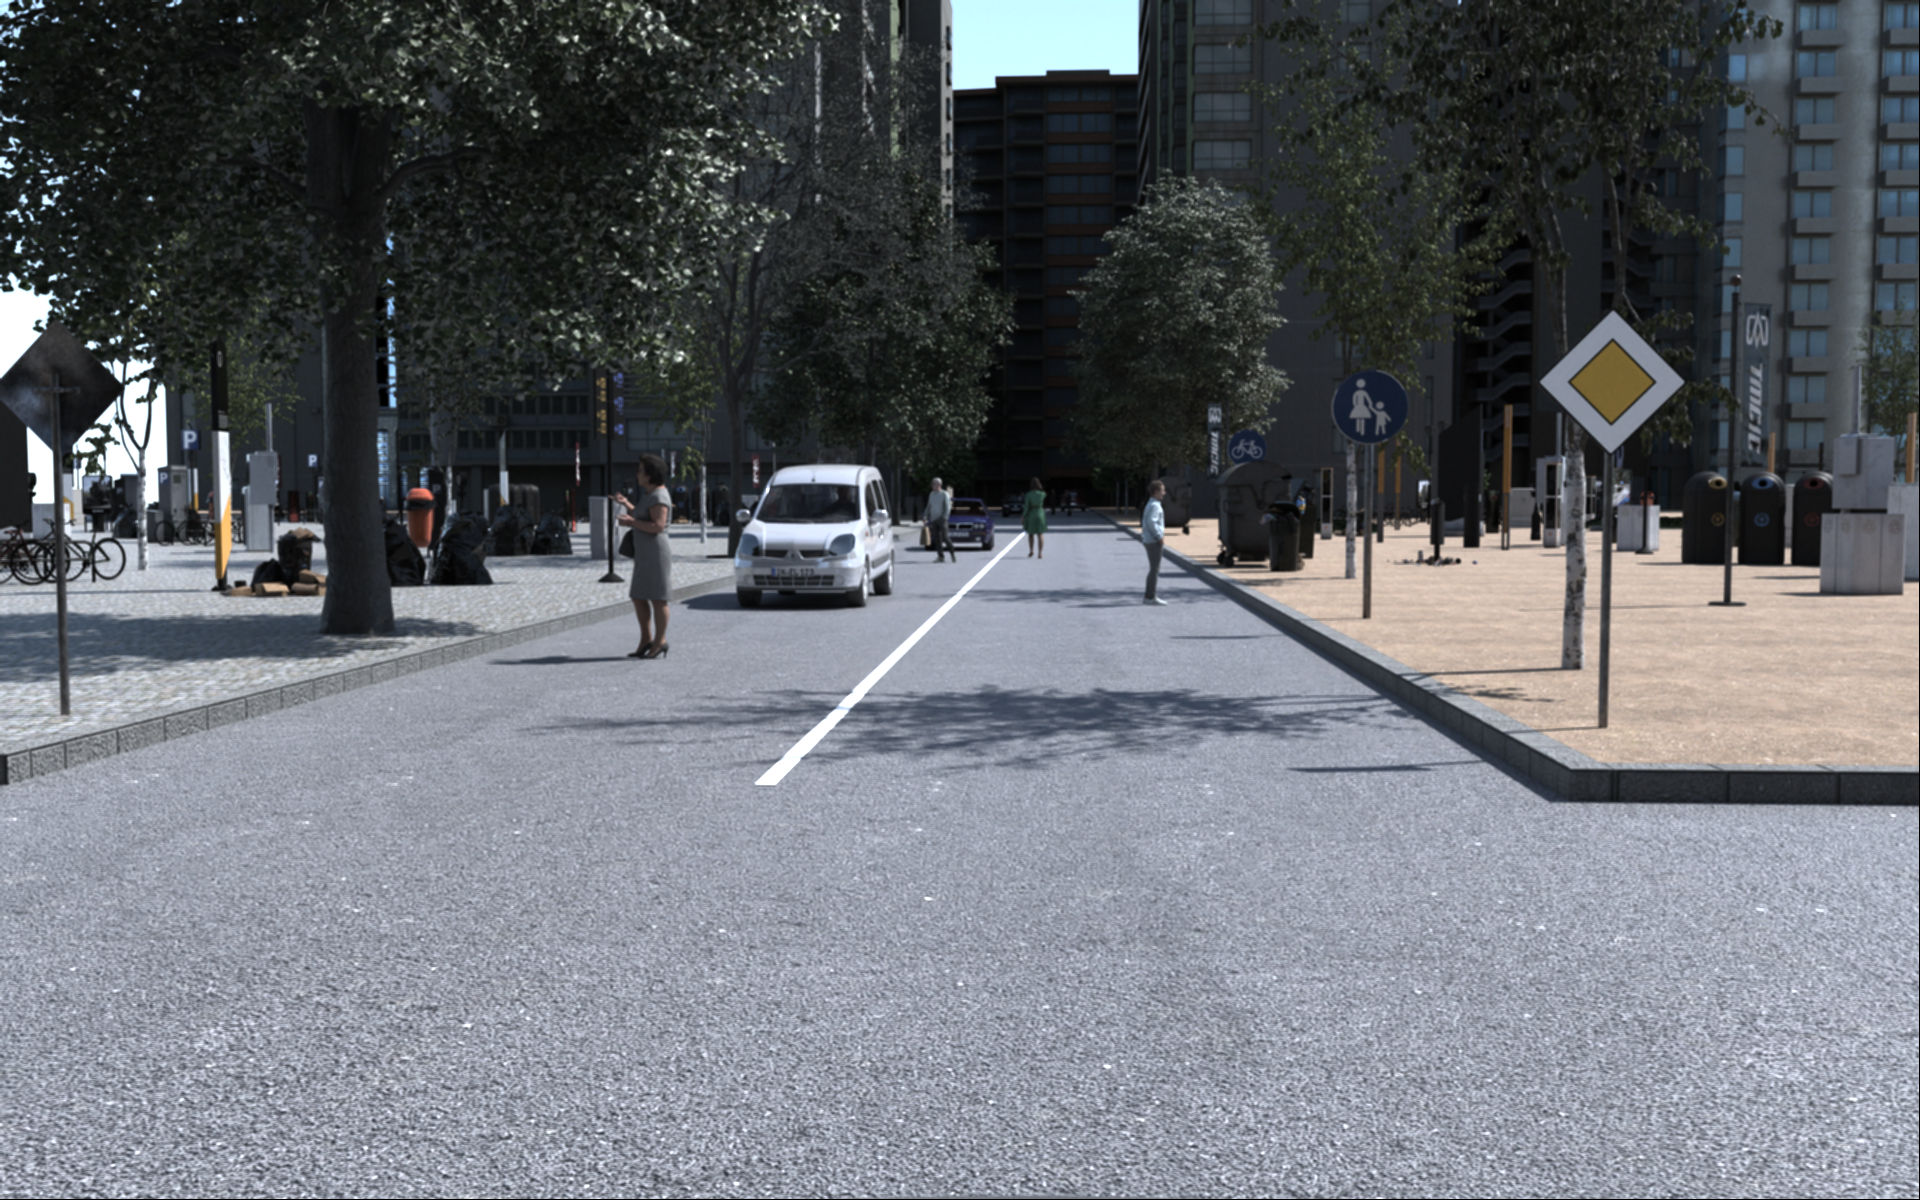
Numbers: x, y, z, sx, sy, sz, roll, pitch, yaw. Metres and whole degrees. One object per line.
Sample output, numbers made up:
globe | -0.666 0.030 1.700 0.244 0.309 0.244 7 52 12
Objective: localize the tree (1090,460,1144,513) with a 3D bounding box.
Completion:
tree | 10.977 -8.237 118.386 4.285 4.588 4.351 0 3 0

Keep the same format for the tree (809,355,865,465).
tree | -5.214 -7.964 80.567 4.737 8.622 4.395 0 3 0

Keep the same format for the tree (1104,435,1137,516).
tree | 9.515 -9.193 100.670 4.737 8.622 4.395 0 3 0

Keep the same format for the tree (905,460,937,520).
tree | -1.999 -5.659 87.126 1.663 3.219 1.824 0 3 0

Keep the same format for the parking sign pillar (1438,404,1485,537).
parking sign pillar | 15.159 -3.910 52.397 1.447 3.967 1.447 3 4 36

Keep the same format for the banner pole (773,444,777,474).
banner pole | -6.824 -4.516 63.861 0.401 3.779 0.863 0 4 3

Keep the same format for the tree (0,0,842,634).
tree | -5.523 -6.675 15.793 9.857 13.997 8.962 0 3 0

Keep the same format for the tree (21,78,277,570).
tree | -13.770 -4.823 29.215 4.737 8.622 4.395 0 3 0

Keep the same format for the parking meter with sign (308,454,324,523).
parking meter with sign | -28.096 -4.933 76.907 0.543 3.016 1.738 1 4 21

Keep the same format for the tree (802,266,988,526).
tree | -2.678 -8.754 68.884 9.928 11.665 9.643 0 3 0

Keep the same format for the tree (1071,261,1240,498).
tree | 9.285 -10.176 83.378 9.611 12.733 9.660 0 3 0

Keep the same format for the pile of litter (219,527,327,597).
pile of litter | -8.494 -0.493 22.023 1.719 0.858 1.176 1 4 13

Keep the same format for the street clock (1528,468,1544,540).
street clock | 15.971 -2.656 47.988 0.471 2.002 0.358 -2 4 -24

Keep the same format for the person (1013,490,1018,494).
person | 4.558 -8.274 143.800 1.348 1.821 0.705 -1 4 -21

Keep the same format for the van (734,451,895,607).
van | -1.896 -0.999 23.346 2.013 2.044 4.112 0 4 5

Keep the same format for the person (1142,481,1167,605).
person | 2.516 -0.738 22.377 0.330 1.601 0.589 0 4 6

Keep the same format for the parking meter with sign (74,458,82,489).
parking meter with sign | -41.643 -5.325 83.330 0.543 3.016 1.738 2 4 31

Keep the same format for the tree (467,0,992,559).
tree | -4.472 -7.580 34.299 12.009 13.543 11.850 0 3 0

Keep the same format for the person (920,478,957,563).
person | -0.480 -1.674 36.350 0.782 1.767 0.515 3 4 38

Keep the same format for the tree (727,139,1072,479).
tree | -2.873 -8.454 55.225 9.611 12.733 9.660 0 3 0

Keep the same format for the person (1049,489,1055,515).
person | 6.392 -6.773 119.797 0.434 1.755 0.990 0 4 -5

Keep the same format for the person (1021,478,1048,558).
person | 1.681 -1.835 38.743 0.600 1.795 0.529 -1 4 -17

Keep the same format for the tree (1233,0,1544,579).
tree | 6.117 -4.618 25.873 4.737 8.622 4.395 0 3 0

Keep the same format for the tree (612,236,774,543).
tree | -6.995 -5.808 45.316 4.737 8.622 4.395 0 3 0

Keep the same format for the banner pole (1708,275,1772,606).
banner pole | 9.068 -1.834 19.997 0.863 3.779 0.401 -2 4 -27

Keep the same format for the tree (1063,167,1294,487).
tree | 8.775 -9.946 69.272 9.857 13.997 8.962 0 3 0

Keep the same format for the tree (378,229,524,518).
tree | -14.051 -5.948 47.609 4.360 8.622 3.978 0 3 0

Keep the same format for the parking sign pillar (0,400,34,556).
parking sign pillar | -20.404 -2.938 36.507 1.447 3.967 1.447 3 5 41

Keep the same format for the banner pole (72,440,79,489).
banner pole | -40.536 -5.449 79.112 0.863 3.779 0.401 -2 4 -35

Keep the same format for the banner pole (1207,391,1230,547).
banner pole | 6.285 -3.176 41.950 0.863 3.779 0.401 -2 4 -32

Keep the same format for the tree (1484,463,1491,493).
tree | 22.781 -4.996 76.286 1.663 3.219 1.824 0 3 0

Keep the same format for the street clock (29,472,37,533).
street clock | -30.885 -3.244 57.615 0.471 2.002 0.358 3 5 44

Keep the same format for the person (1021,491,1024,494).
person | 5.518 -8.914 155.030 0.721 1.735 1.217 1 4 23

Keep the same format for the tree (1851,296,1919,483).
tree | 35.524 -7.025 65.215 4.737 8.622 4.395 0 3 0

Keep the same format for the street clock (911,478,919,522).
street clock | -2.025 -4.512 78.336 0.358 2.002 0.471 -1 4 -14

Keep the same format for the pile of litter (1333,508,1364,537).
pile of litter | 11.993 -2.384 52.939 1.176 0.858 1.719 1 4 21

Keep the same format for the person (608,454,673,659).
person | -2.798 -0.383 15.116 0.532 1.782 0.716 -1 4 -22

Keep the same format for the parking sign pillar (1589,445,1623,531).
parking sign pillar | 22.717 -4.392 60.285 1.447 3.967 1.447 2 4 32

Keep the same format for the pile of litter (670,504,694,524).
pile of litter | -12.252 -3.715 74.706 1.719 0.858 1.176 -2 4 -25

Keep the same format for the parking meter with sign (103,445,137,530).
parking meter with sign | -29.587 -4.011 61.838 1.738 3.016 0.543 -2 4 -25

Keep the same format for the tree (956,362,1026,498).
tree | 1.116 -11.303 119.214 7.601 10.594 8.767 0 4 8

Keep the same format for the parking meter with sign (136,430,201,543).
parking meter with sign | -20.988 -3.048 46.095 0.543 3.016 1.738 1 4 14

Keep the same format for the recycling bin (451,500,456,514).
recycling bin | -22.027 -3.778 74.329 0.722 1.027 0.722 -1 4 -18

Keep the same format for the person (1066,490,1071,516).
person | 7.095 -6.336 113.019 0.530 1.710 0.541 2 4 31

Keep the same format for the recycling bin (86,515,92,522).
recycling bin | -40.613 -4.187 81.017 0.722 1.027 0.722 -1 4 -15

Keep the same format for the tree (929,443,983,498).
tree | -0.223 -7.183 101.149 4.285 4.588 4.351 0 3 0

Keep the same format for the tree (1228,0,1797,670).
tree | 4.303 -3.790 12.327 4.360 8.622 3.978 0 3 0

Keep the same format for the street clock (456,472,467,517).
street clock | -16.412 -3.212 57.086 0.358 2.002 0.471 -3 4 -36

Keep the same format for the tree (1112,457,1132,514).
tree | 10.357 -9.840 111.242 4.360 8.622 3.978 0 3 0

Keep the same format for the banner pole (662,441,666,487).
banner pole | -14.107 -5.663 82.605 0.401 3.779 0.863 -2 4 -24
